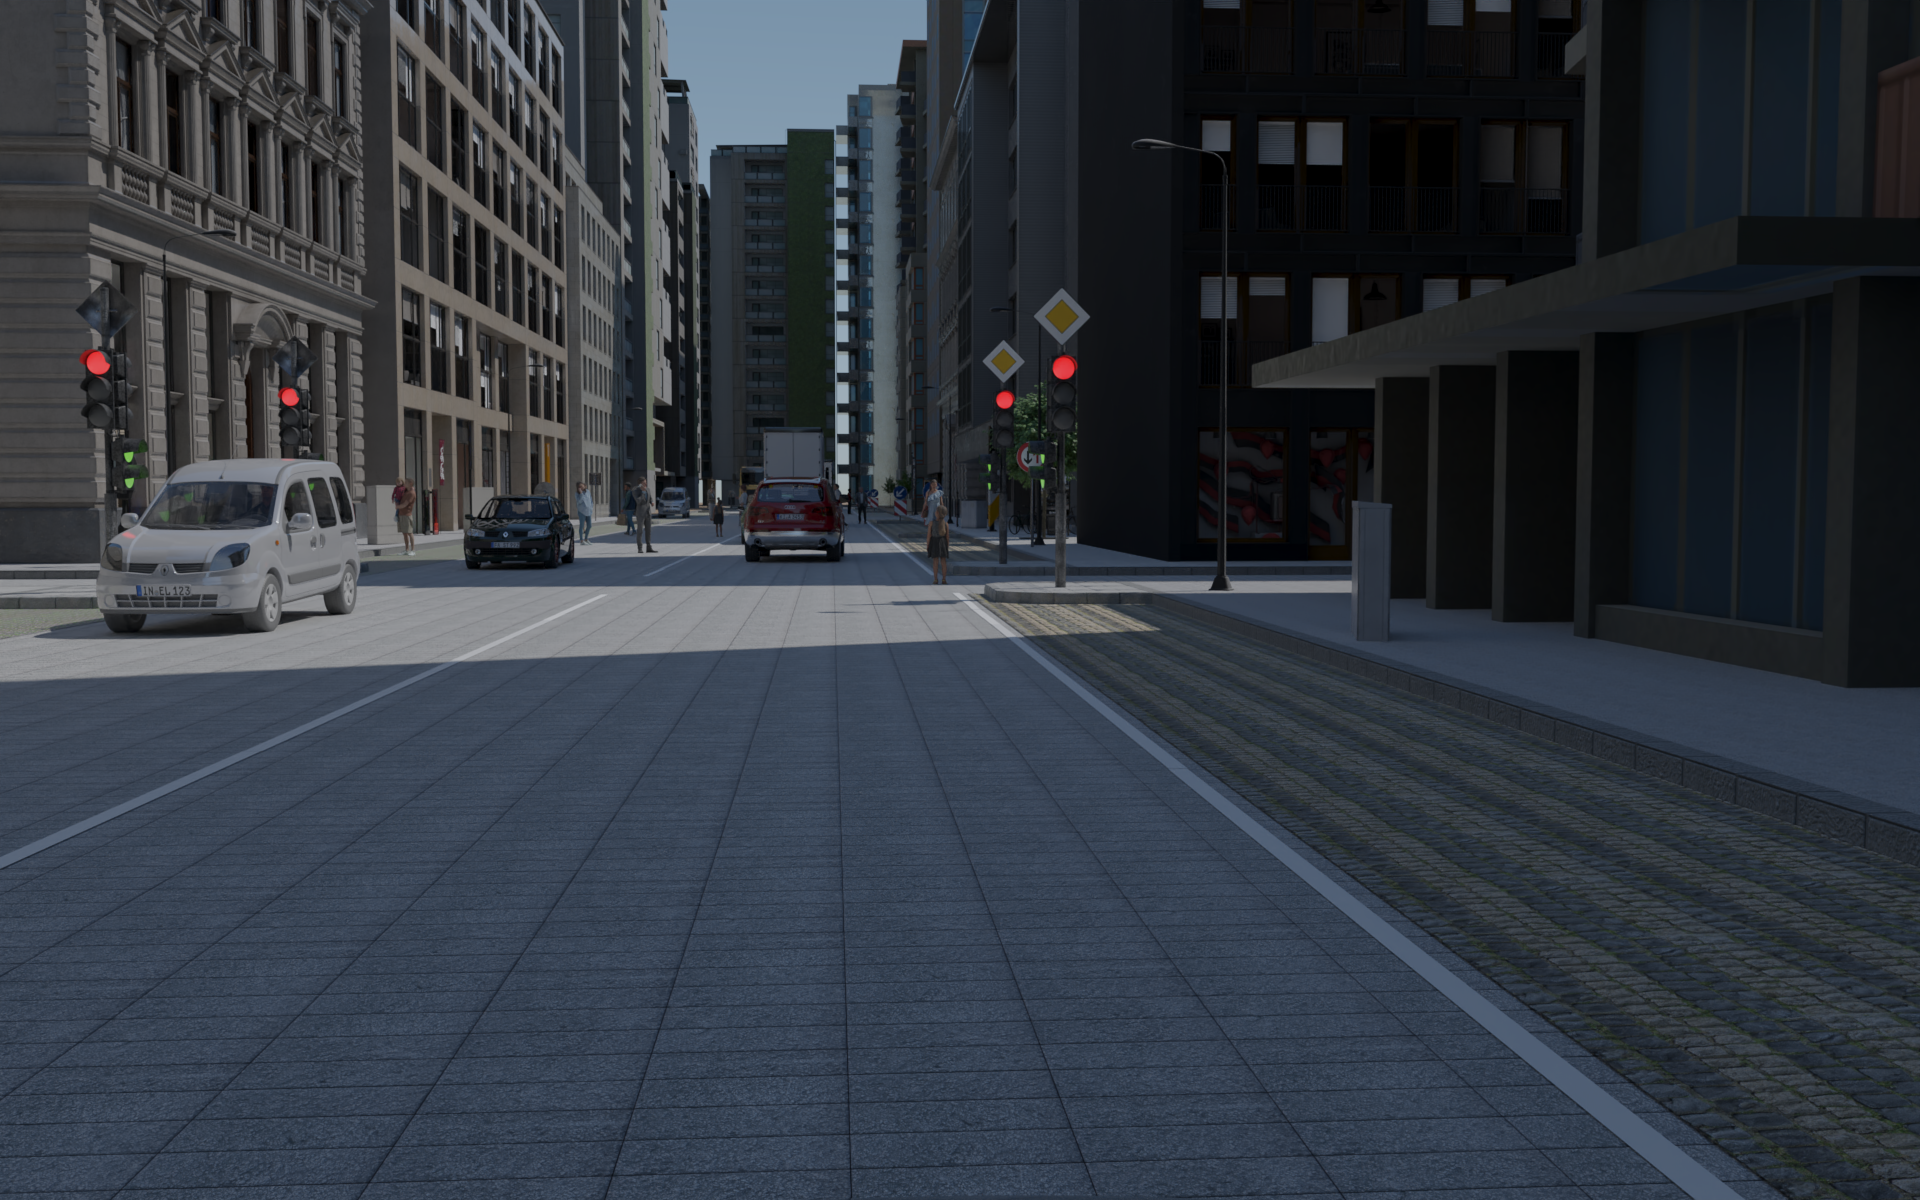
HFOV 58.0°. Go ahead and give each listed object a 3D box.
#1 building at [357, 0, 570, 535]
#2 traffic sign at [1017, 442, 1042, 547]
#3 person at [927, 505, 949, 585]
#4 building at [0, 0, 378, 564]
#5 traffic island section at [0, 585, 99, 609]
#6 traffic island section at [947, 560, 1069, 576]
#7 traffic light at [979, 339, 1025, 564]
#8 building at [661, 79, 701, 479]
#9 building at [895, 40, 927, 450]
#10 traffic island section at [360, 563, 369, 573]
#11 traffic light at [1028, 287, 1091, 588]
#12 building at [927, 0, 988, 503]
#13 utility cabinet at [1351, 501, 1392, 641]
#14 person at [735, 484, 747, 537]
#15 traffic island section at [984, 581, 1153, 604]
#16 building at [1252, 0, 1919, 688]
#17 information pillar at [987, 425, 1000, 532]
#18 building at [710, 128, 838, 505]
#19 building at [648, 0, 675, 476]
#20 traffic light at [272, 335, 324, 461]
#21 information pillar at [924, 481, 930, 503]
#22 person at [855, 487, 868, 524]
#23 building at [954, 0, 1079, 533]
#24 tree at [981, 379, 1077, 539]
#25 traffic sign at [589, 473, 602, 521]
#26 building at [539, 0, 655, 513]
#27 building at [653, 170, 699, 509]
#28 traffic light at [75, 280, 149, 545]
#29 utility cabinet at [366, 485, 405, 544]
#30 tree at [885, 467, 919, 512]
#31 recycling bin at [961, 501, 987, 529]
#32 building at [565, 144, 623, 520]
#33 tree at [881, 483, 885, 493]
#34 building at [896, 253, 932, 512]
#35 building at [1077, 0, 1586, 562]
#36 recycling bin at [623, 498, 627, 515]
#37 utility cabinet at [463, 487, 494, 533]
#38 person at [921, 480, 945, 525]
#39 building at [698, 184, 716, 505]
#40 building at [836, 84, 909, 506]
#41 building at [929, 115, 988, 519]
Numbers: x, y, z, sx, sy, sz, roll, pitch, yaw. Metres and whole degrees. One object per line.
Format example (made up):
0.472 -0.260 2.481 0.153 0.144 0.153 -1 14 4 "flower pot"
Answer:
-27.717 -16.095 67.672 19.350 26.468 34.151 0 4 -4 "building"
1.744 -2.543 41.684 0.768 2.556 0.104 0 4 -1 "traffic sign"
-0.349 -0.872 27.432 0.362 1.253 0.373 0 4 -8 "person"
-21.316 -12.919 40.096 11.050 23.489 19.941 0 4 -4 "building"
-11.204 -0.037 22.880 2.009 0.180 2.903 0 4 -4 "traffic island section"
0.813 -0.580 31.770 2.009 0.180 2.903 0 4 -4 "traffic island section"
0.772 -2.614 31.653 0.839 4.253 0.868 0 4 -4 "traffic light"
-33.275 -29.935 173.035 14.086 41.232 14.154 0 4 -4 "building"
4.996 -31.381 167.697 22.147 44.769 28.867 0 4 -4 "building"
-11.795 -0.524 30.843 2.009 0.180 2.903 0 4 -4 "traffic island section"
1.363 -2.127 23.690 0.839 4.253 0.868 0 4 -4 "traffic light"
5.053 -28.539 116.719 14.600 45.320 14.200 0 4 -4 "building"
3.696 -0.269 15.556 0.306 1.237 1.020 1 4 10 "utility cabinet"
-7.278 -2.968 57.601 0.524 1.755 0.480 1 4 9 "person"
1.403 -0.093 23.807 2.009 0.180 2.903 0 4 -4 "traffic island section"
15.633 -21.634 8.344 22.147 44.769 28.867 0 4 -4 "building"
1.151 -4.150 59.211 0.504 3.616 0.183 -3 5 -45 "information pillar"
-21.060 -31.387 196.767 14.086 41.232 14.154 0 4 -4 "building"
-36.562 -33.155 131.320 28.713 52.752 27.495 0 4 -4 "building"
-11.754 -2.556 30.712 0.839 4.253 0.868 0 4 -4 "traffic light"
-1.813 -5.555 95.311 0.304 2.012 0.304 0 4 5 "information pillar"
-4.712 -4.551 83.302 0.661 1.777 0.834 -1 4 -19 "person"
7.882 -15.440 71.516 14.314 24.678 30.058 0 4 -4 "building"
2.324 -4.027 49.559 4.285 4.588 4.351 0 3 0 "tree"
-17.432 -4.935 82.811 0.606 2.300 0.079 0 4 3 "traffic sign"
-27.612 -26.173 111.525 14.154 41.232 14.086 0 4 -4 "building"
-30.859 -23.353 153.515 14.160 30.474 14.107 0 4 -4 "building"
-11.163 -2.069 22.749 0.839 4.253 0.868 0 4 -4 "traffic light"
-14.627 -2.168 44.121 0.318 1.500 1.173 1 4 18 "utility cabinet"
-3.939 -7.884 123.498 1.663 3.219 1.824 0 3 0 "tree"
0.532 -3.196 64.815 0.722 1.027 0.722 3 4 37 "recycling bin"
-24.611 -14.621 93.800 10.420 20.320 16.860 0 4 -4 "building"
-6.605 -10.185 161.127 1.663 3.219 1.824 0 3 0 "tree"
9.212 -18.022 139.693 27.650 21.520 28.899 0 4 -4 "building"
11.369 -12.787 38.742 15.834 23.373 12.332 0 4 -4 "building"
-20.024 -5.667 105.202 0.722 1.027 0.722 -3 5 -40 "recycling bin"
-15.820 -2.948 56.884 0.318 1.500 1.173 2 4 24 "utility cabinet"
-0.704 -2.252 45.412 0.616 1.811 0.778 1 4 11 "person"
-40.833 -31.346 204.383 23.993 40.220 32.217 0 4 -4 "building"
0.801 -35.674 202.881 30.456 49.044 23.786 0 4 -4 "building"
4.347 -16.396 96.953 11.050 23.489 19.941 0 4 -4 "building"
